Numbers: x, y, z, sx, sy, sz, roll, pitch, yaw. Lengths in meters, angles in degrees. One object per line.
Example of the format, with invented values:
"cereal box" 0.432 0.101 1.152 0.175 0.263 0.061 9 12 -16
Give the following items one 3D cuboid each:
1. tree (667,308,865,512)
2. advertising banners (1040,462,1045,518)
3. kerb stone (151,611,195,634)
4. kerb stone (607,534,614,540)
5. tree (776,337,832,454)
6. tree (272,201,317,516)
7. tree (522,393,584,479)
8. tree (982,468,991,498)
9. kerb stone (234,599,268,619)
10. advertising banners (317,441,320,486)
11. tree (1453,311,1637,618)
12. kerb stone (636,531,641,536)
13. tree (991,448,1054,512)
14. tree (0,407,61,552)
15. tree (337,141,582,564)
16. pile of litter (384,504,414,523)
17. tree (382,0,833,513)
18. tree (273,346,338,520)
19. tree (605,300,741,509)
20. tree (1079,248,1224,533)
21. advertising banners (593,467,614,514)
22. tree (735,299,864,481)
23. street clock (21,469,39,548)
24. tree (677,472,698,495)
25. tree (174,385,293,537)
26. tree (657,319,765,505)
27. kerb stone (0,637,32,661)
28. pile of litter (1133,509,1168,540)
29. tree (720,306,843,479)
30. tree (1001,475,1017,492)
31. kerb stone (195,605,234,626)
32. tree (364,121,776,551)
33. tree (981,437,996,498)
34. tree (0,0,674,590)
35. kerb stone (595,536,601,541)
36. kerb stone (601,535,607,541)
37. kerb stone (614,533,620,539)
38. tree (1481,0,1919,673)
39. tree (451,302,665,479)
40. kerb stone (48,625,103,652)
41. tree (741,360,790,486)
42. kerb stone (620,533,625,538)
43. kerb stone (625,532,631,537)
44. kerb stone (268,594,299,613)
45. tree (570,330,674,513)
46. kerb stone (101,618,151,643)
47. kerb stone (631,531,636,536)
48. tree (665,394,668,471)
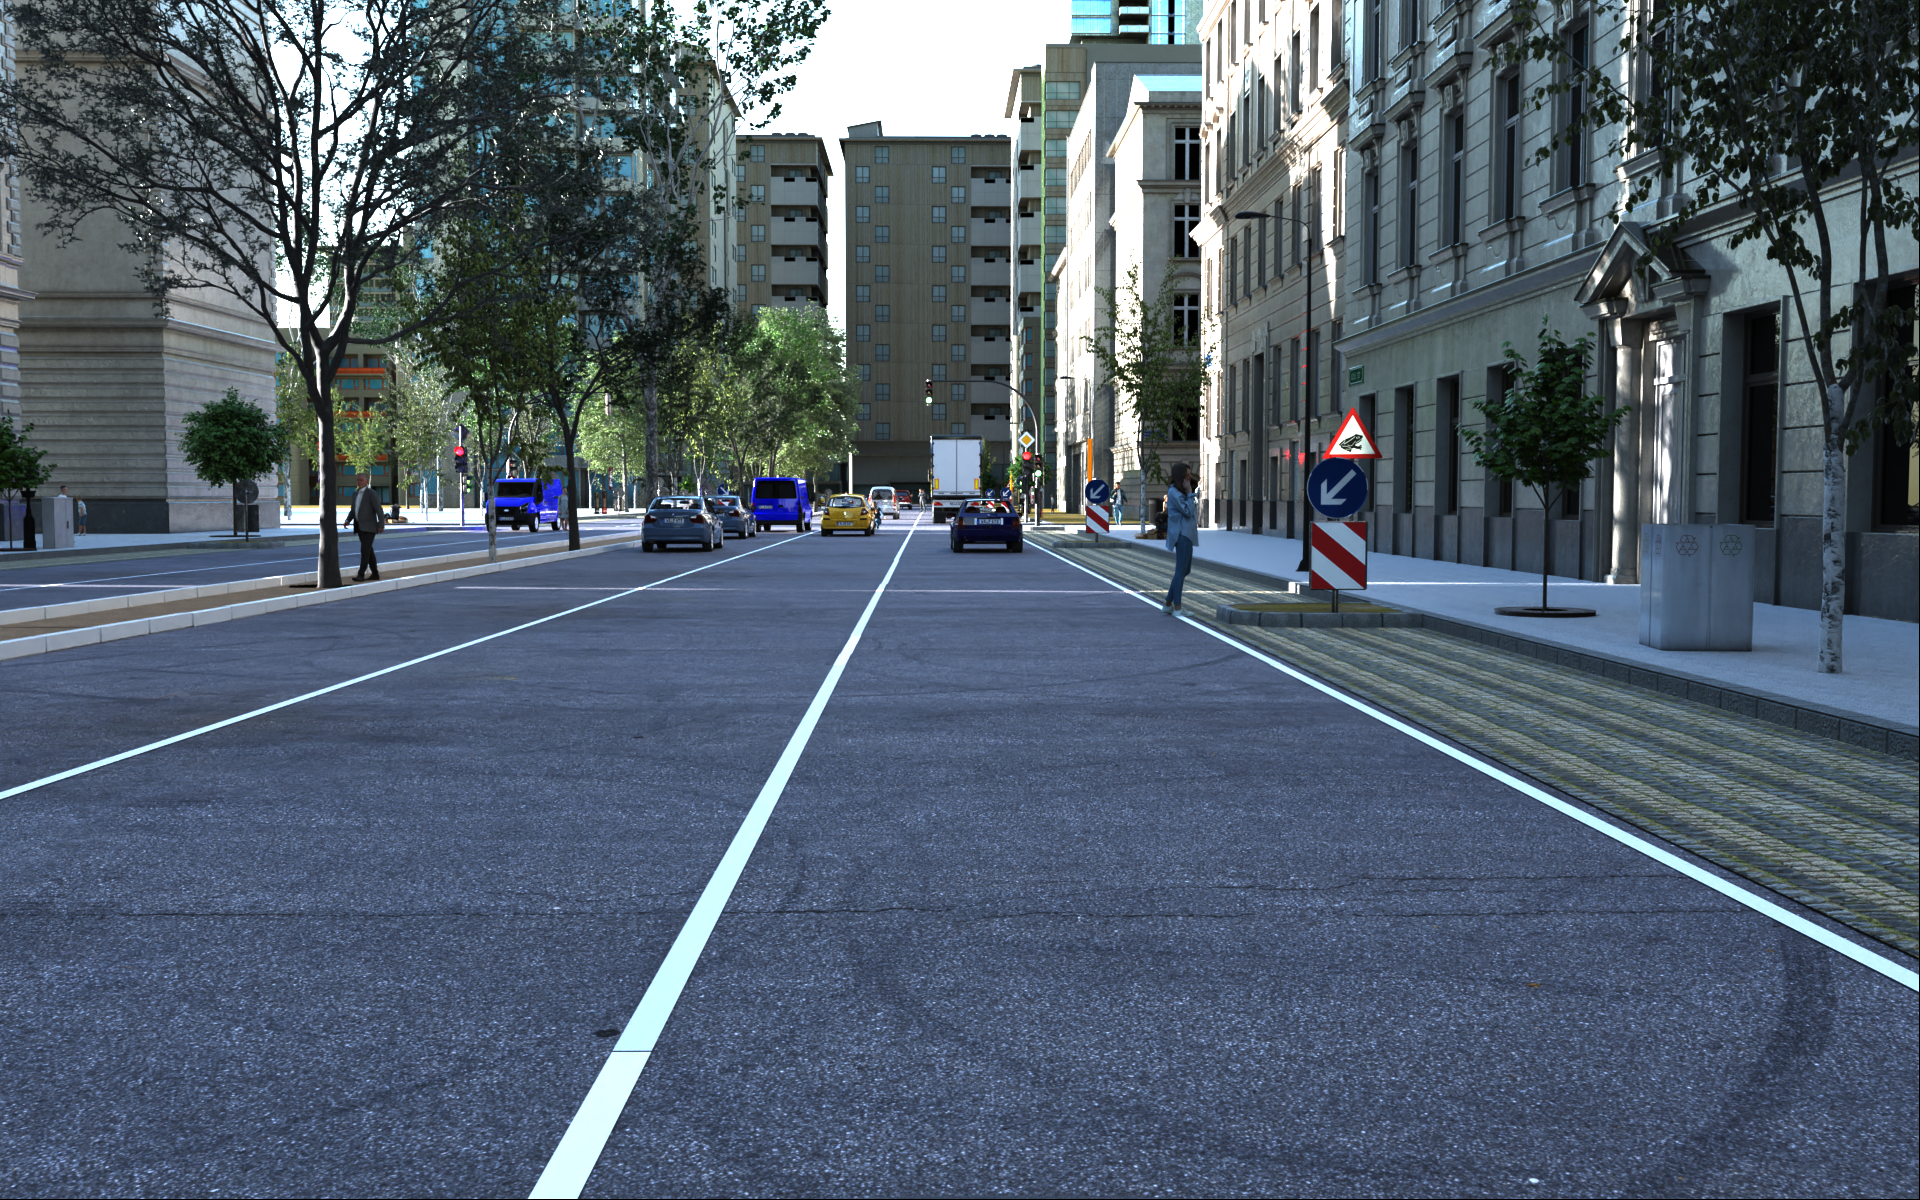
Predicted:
"tree" -10.334 -10.215 95.221 9.928 11.665 9.643 0 3 0
"advertising banners" 4.418 -5.999 94.279 0.090 3.025 2.074 1 4 13
"kerb stone" -8.350 0.243 18.219 0.120 0.150 1.000 0 4 -1
"kerb stone" -11.037 -1.947 54.032 0.120 0.150 1.000 0 4 -1
"tree" -10.113 -8.813 80.967 8.767 10.594 7.601 0 4 -1
"tree" -39.851 -15.040 101.800 12.611 20.169 13.585 0 3 0
"tree" -26.971 -9.730 109.444 4.360 8.622 3.978 0 3 0
"tree" 3.045 -14.130 214.735 4.285 4.588 4.351 0 3 0
"kerb stone" -8.379 0.117 20.275 0.120 0.150 1.000 0 4 -1
"advertising banners" -21.196 -3.775 57.909 0.090 3.025 2.074 0 4 -6
"tree" 6.263 -1.462 18.511 1.663 3.219 1.824 0 3 0
"kerb stone" -11.124 -2.260 59.146 0.120 0.150 1.000 0 4 -1
"tree" 4.936 -8.480 122.365 4.285 4.588 4.351 0 3 0
"tree" -21.374 -2.707 38.864 1.663 3.219 1.824 0 3 0
"tree" -9.523 -5.024 34.968 4.737 8.622 4.395 0 3 0
"pile of litter" -24.844 -3.813 76.311 1.719 0.858 1.176 0 4 -6
"tree" -10.576 -11.897 52.867 12.611 20.169 13.585 0 3 0
"tree" -33.382 -8.253 85.303 4.737 8.622 4.395 0 3 0
"tree" -10.186 -6.665 61.796 4.360 8.622 3.978 0 3 0
"tree" 5.834 -6.258 52.685 4.737 8.622 4.395 0 3 0
"advertising banners" -22.844 -7.028 111.094 0.090 3.025 2.074 2 4 26
"tree" -10.709 -12.501 113.506 9.857 13.997 8.962 0 3 0
"street clock" -21.753 -2.194 40.443 0.471 2.002 0.358 1 4 15
"tree" -23.227 -9.446 149.041 1.663 3.219 1.824 0 3 0
"tree" -21.912 -4.178 52.026 4.285 4.588 4.351 0 3 0
"tree" -10.170 -7.030 67.763 4.737 8.622 4.395 0 3 0
"kerb stone" -8.299 0.433 15.119 0.120 0.150 1.000 0 4 -1
"pile of litter" 5.527 -2.160 49.281 1.176 0.858 1.719 1 4 11
"tree" -10.938 -11.217 103.974 7.486 12.596 7.792 0 3 0
"tree" 4.434 -10.301 163.024 1.663 3.219 1.824 0 3 0
"kerb stone" -8.356 0.186 19.242 0.120 0.150 1.000 0 4 -1
"tree" -9.290 -6.422 41.873 8.767 10.594 7.601 0 4 -1
"tree" 2.729 -16.557 221.074 4.737 8.622 4.395 0 3 0
"tree" -9.578 -6.913 25.860 12.009 13.543 11.850 0 3 0
"kerb stone" -10.998 -1.822 51.982 0.120 0.150 1.000 0 4 -1
"kerb stone" -11.025 -1.884 53.010 0.120 0.150 1.000 0 4 -1
"kerb stone" -11.052 -2.006 55.054 0.120 0.150 1.000 0 4 -1
"tree" 6.023 -3.779 12.149 4.360 8.622 3.978 0 3 0
"tree" -22.629 -10.084 90.622 9.928 11.665 9.643 0 3 0
"kerb stone" -8.318 0.370 16.146 0.120 0.150 1.000 0 4 -1
"tree" -10.247 -8.213 87.094 4.360 8.622 3.978 0 3 0
"kerb stone" -11.076 -2.072 56.075 0.120 0.150 1.000 0 4 -1
"kerb stone" -11.089 -2.128 57.101 0.120 0.150 1.000 0 4 -1
"kerb stone" -8.402 0.055 21.296 0.120 0.150 1.000 0 4 -1
"tree" -23.294 -12.332 119.760 7.486 12.596 7.792 0 3 0
"kerb stone" -8.335 0.307 17.183 0.120 0.150 1.000 0 4 -1
"kerb stone" -11.106 -2.192 58.123 0.120 0.150 1.000 0 4 -1
"tree" -23.268 -13.141 140.608 9.928 11.665 9.643 0 3 0
